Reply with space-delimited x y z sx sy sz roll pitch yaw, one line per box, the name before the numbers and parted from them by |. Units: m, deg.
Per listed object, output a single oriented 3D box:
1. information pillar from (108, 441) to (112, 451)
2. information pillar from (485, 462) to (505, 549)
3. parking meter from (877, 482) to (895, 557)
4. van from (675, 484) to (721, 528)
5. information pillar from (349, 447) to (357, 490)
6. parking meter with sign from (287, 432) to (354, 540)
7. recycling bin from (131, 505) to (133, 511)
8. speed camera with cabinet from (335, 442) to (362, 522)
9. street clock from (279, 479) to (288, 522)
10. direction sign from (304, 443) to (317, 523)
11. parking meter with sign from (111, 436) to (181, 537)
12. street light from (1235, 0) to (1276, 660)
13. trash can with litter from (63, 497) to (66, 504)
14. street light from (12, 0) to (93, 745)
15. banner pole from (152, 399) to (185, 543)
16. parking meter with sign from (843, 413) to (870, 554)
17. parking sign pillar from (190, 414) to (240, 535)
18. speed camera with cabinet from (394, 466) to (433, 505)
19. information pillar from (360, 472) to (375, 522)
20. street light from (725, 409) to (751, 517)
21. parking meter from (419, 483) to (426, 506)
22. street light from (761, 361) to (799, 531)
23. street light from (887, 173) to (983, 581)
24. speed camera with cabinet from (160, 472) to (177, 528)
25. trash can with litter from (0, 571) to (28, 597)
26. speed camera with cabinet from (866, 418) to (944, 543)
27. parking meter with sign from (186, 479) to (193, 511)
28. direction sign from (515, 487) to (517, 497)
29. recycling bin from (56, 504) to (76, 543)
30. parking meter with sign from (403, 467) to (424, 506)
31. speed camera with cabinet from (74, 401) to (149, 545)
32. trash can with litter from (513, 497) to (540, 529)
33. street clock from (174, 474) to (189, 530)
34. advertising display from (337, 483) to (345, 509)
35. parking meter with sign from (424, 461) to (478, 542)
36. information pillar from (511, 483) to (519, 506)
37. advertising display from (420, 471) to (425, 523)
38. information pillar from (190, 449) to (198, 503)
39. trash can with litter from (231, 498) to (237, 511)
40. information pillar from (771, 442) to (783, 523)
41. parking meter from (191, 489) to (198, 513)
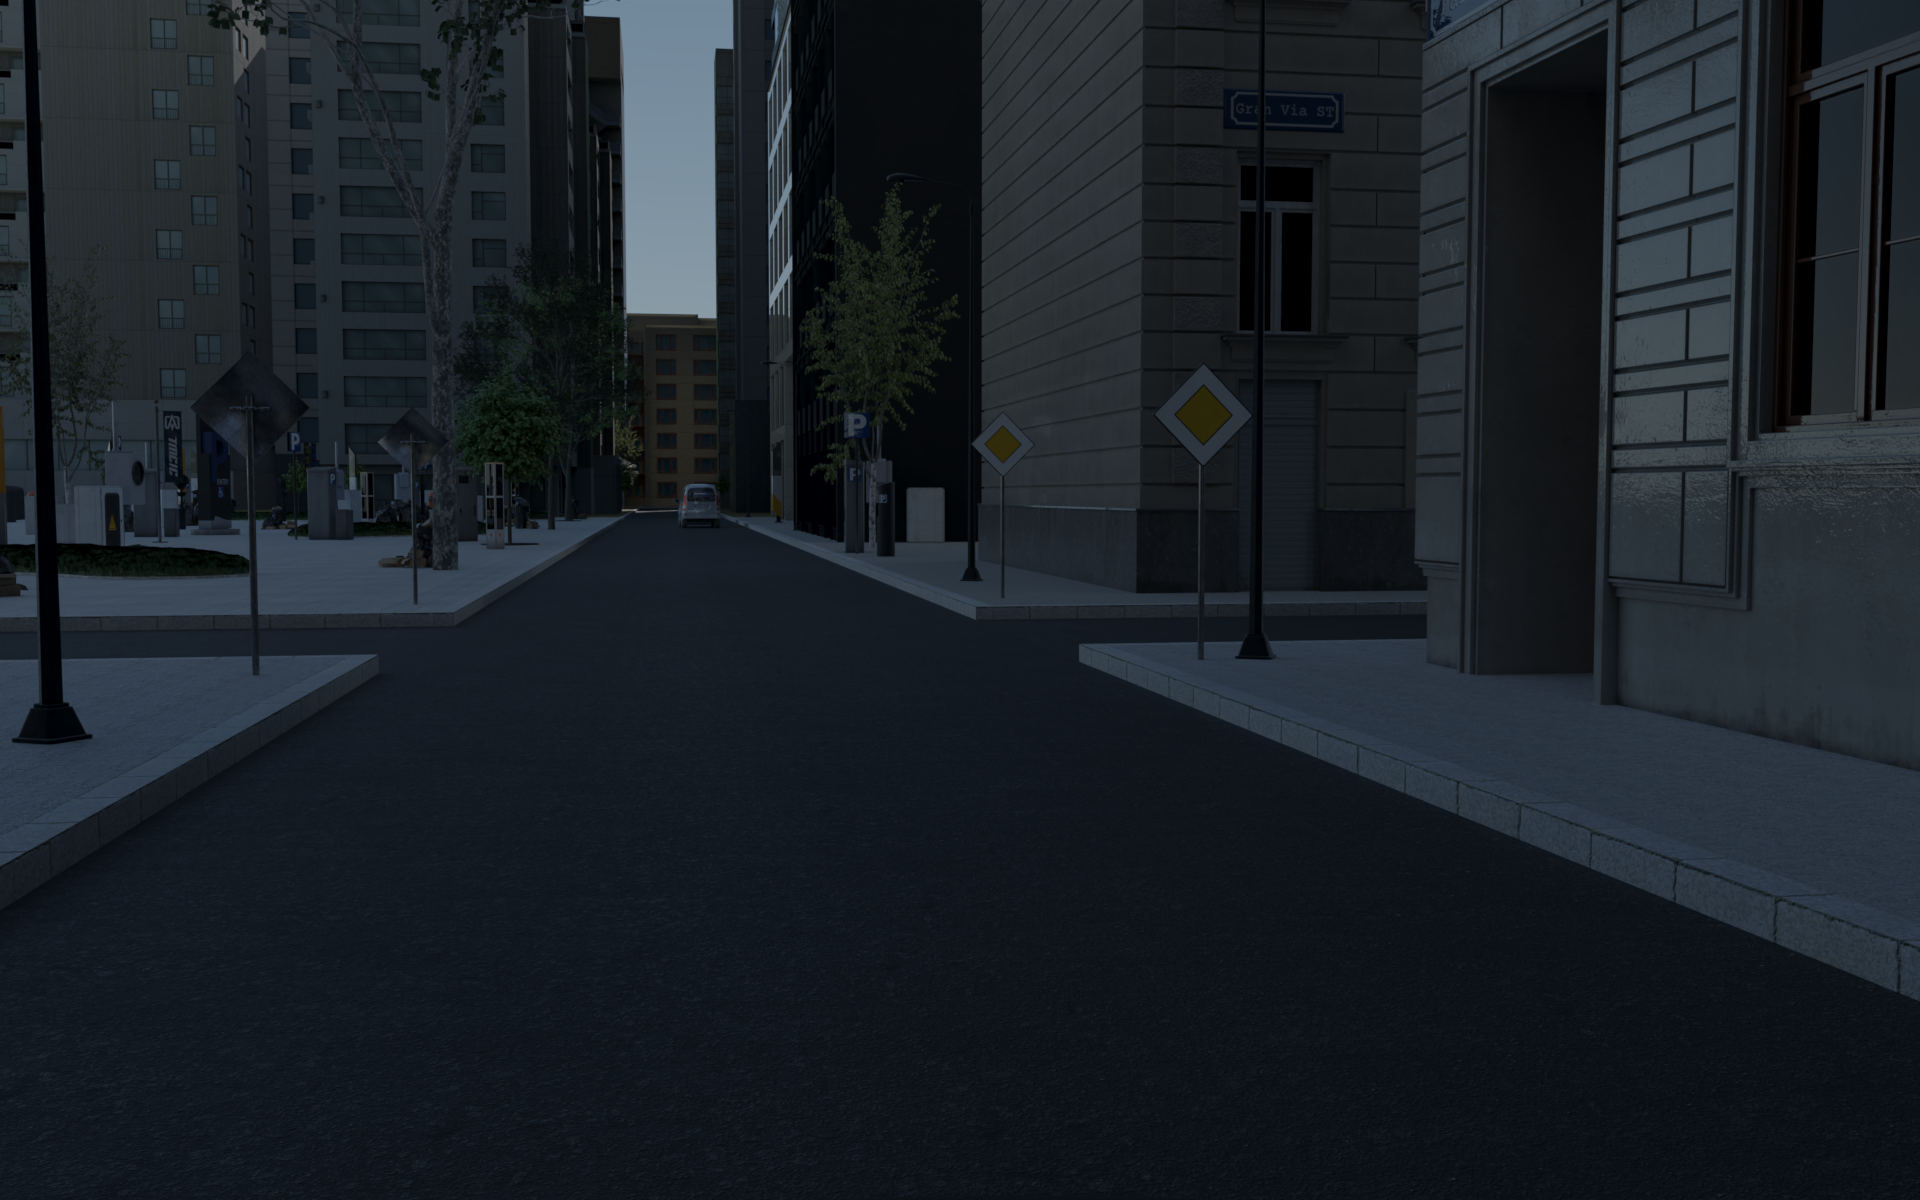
information pillar | -37.415 -5.196 76.303 0.183 3.616 0.504 -3 4 -37
information pillar | -10.831 -2.192 40.332 0.304 2.012 0.304 2 4 27
parking meter | -1.525 -1.663 35.602 0.372 1.533 0.369 0 3 0
van | -11.282 -4.146 74.806 2.013 2.044 4.112 -1 4 -12
information pillar | -30.036 -5.770 85.696 0.504 3.616 0.183 3 4 37
parking meter with sign | -17.860 -3.193 48.470 1.738 3.016 0.543 1 4 11
recycling bin | -37.212 -4.053 78.814 0.722 1.027 0.722 3 5 41
speed camera with cabinet | -23.630 -4.403 66.332 0.660 3.252 2.038 1 4 11
street clock | -31.536 -4.660 80.761 0.358 2.002 0.471 -1 4 -21
direction sign | -28.844 -5.195 76.938 0.379 3.537 0.876 1 4 14
parking meter with sign | -24.257 -3.388 51.658 1.738 3.016 0.543 0 4 -6
street light | 1.780 -2.493 13.294 1.470 5.913 1.316 -1 4 -10
trash can with litter | -44.752 -4.625 86.678 2.233 1.210 1.678 3 4 36
street light | -4.197 -2.226 8.934 1.470 5.913 1.316 -1 4 -10
banner pole | -20.928 -3.407 45.728 0.863 3.779 0.401 -3 5 -41
parking meter with sign | -2.298 -2.548 37.925 0.543 3.016 1.738 0 4 -6
parking sign pillar | -23.482 -4.039 54.511 1.447 3.967 1.447 0 4 5
speed camera with cabinet | -23.400 -4.935 75.020 2.038 3.252 0.660 -2 4 -27
information pillar | -19.836 -3.272 57.996 0.304 2.012 0.304 2 4 28
street light | -12.208 -7.506 95.258 1.470 5.913 1.316 -1 4 -10
parking meter | -27.721 -5.117 89.382 0.399 1.863 0.255 -2 4 -24
street light | -6.249 -5.387 60.610 1.470 5.913 1.316 -1 4 -10
street light | -0.365 -3.230 25.348 1.470 5.913 1.316 -1 4 -10
speed camera with cabinet | -30.644 -4.402 66.304 0.660 3.252 2.038 -3 5 -44
trash can with litter | -12.218 -0.618 21.486 0.624 1.170 1.055 2 4 26
speed camera with cabinet | -1.435 -3.133 45.558 2.038 3.252 0.660 0 4 -1
parking meter with sign | -39.074 -5.558 87.136 0.543 3.016 1.738 -3 5 -41
direction sign | -18.323 -4.862 71.491 0.379 3.537 0.876 1 4 13
recycling bin | -22.222 -1.858 42.933 0.722 1.027 0.722 3 5 43
parking meter with sign | -26.532 -5.347 83.677 1.738 3.016 0.543 1 4 13
speed camera with cabinet | -17.830 -2.570 36.351 0.660 3.252 2.038 0 4 -1
trash can with litter | -15.909 -3.199 63.698 1.055 1.170 0.624 2 4 25
street clock | -28.135 -3.550 62.609 0.471 2.002 0.358 0 4 -4
advertising display | -32.391 -5.179 89.887 0.974 1.923 0.123 1 4 9
parking meter with sign | -13.488 -3.096 46.878 0.543 3.016 1.738 3 5 45
information pillar | -23.563 -5.334 91.702 0.304 2.012 0.304 1 4 10
advertising display | -15.244 -2.686 49.133 0.123 1.923 0.974 -1 4 -17
information pillar | -40.063 -6.082 90.796 0.504 3.616 0.183 0 4 -1
trash can with litter | -36.637 -4.650 87.409 0.624 1.170 1.055 3 4 36
information pillar | -8.224 -5.284 77.752 0.504 3.616 0.183 -3 5 -41
parking meter | -39.067 -4.896 88.466 0.372 1.533 0.369 0 3 0
